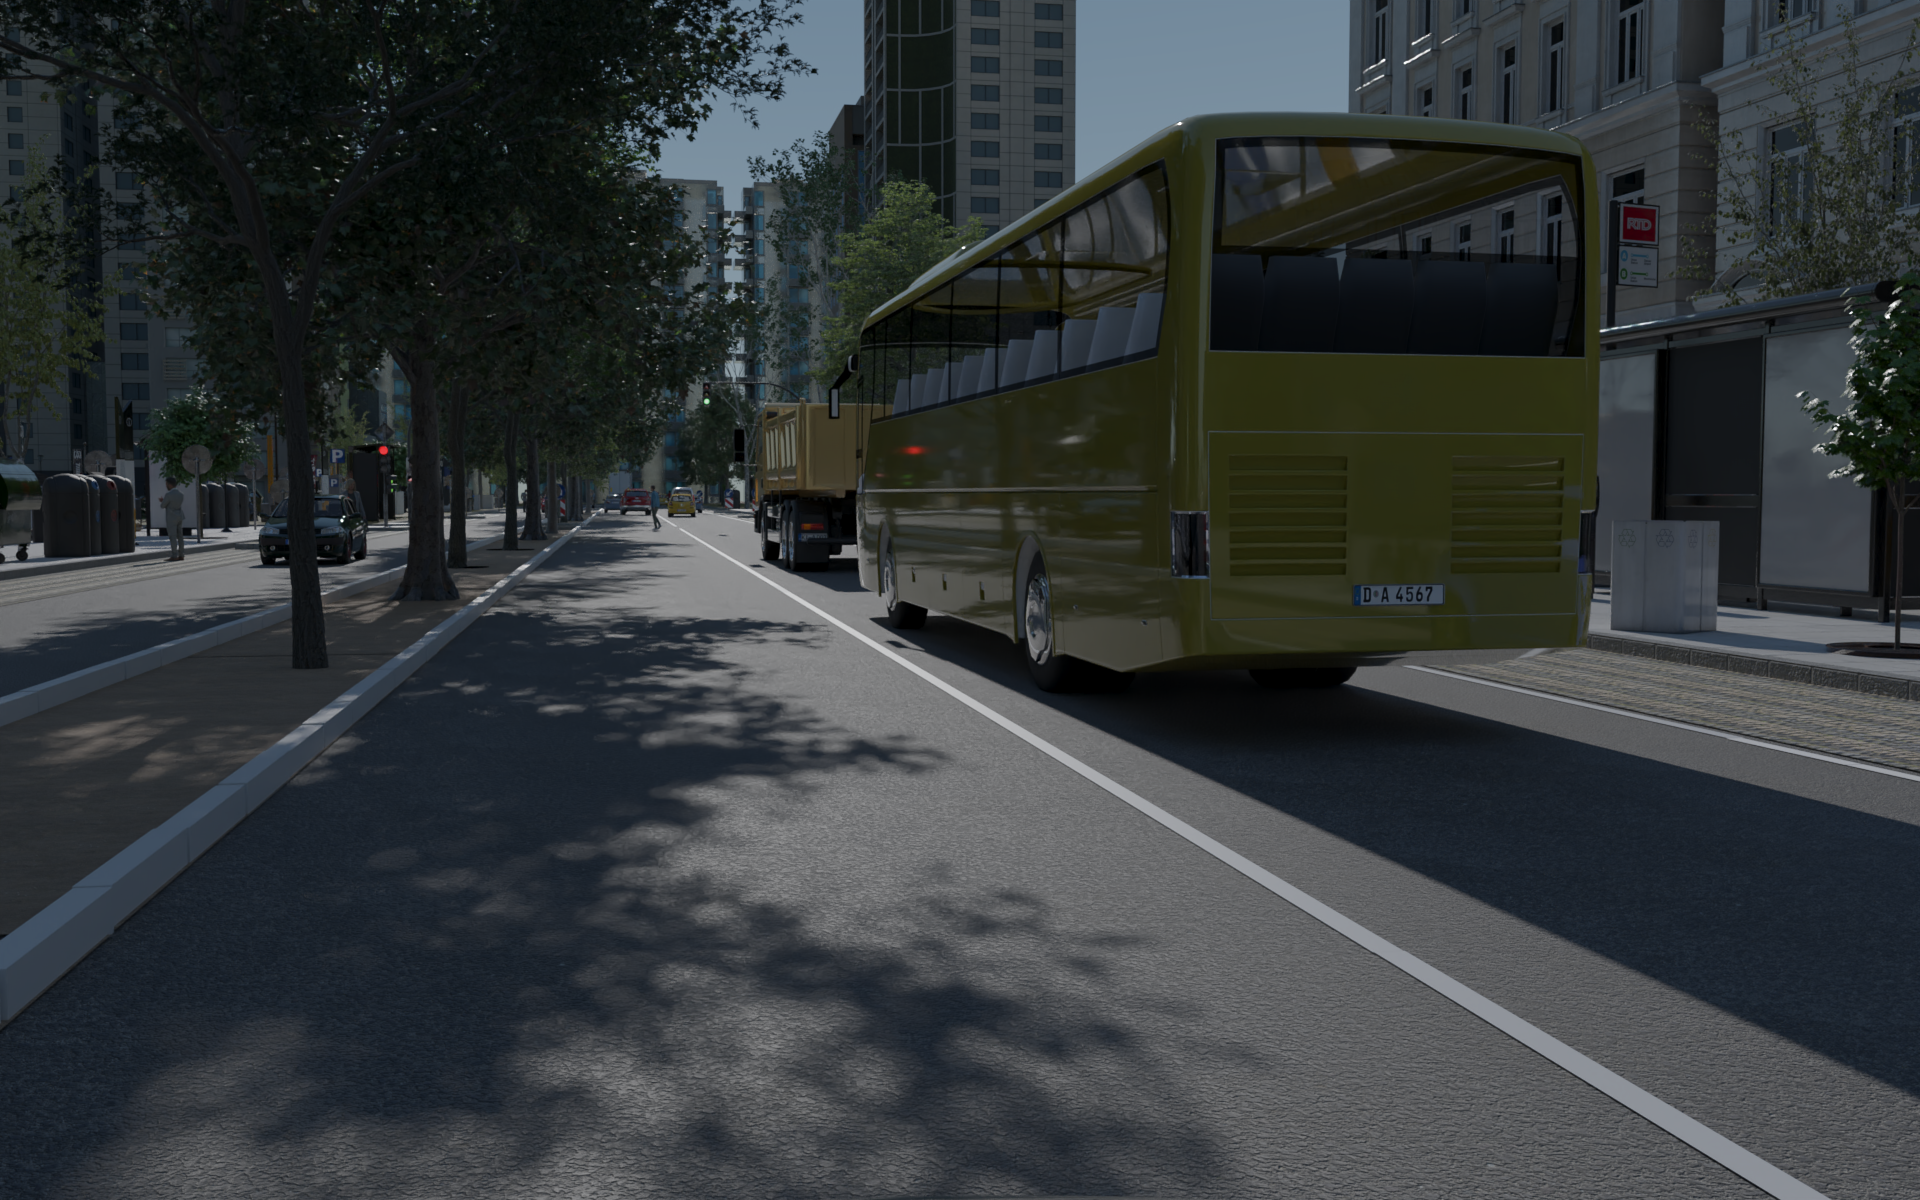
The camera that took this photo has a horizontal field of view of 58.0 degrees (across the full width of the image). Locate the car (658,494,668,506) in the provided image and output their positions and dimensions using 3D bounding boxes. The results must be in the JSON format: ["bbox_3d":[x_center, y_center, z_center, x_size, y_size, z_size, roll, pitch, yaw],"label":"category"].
[{"bbox_3d":[-34.442,-11.598,199.843,2.015,1.641,3.980,-1,4,-12],"label":"car"}]

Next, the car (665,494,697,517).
[{"bbox_3d":[-17.402,-5.989,108.141,2.015,1.641,3.980,-1,4,-9],"label":"car"}]

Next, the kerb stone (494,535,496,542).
[{"bbox_3d":[-13.829,-1.762,51.003,0.120,0.150,1.000,-1,4,-11],"label":"kerb stone"}]

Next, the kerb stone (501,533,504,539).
[{"bbox_3d":[-14.411,-1.946,54.013,0.120,0.150,1.000,-1,4,-11],"label":"kerb stone"}]

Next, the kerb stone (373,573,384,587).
[{"bbox_3d":[-9.107,-0.286,26.866,0.120,0.150,1.000,-1,4,-11],"label":"kerb stone"}]

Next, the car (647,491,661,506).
[{"bbox_3d":[-38.594,-12.781,217.636,2.281,1.827,5.304,-1,4,-10],"label":"car"}]

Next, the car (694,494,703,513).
[{"bbox_3d":[-20.589,-7.348,132.149,2.014,1.417,4.499,-1,4,-11],"label":"car"}]

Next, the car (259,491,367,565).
[{"bbox_3d":[-13.622,-1.638,36.567,2.009,1.686,4.222,-1,4,-12],"label":"car"}]

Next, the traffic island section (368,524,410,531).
[{"bbox_3d":[-22.503,-2.787,67.851,2.009,0.180,2.903,-1,4,-11],"label":"traffic island section"}]

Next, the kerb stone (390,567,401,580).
[{"bbox_3d":[-9.491,-0.408,28.873,0.120,0.150,1.000,-1,4,-11],"label":"kerb stone"}]

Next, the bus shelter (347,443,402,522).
[{"bbox_3d":[-27.649,-5.547,81.969,1.731,3.624,6.357,-1,4,-11],"label":"bus shelter"}]

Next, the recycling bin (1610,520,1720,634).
[{"bbox_3d":[6.624,-0.228,16.287,0.722,1.027,0.722,-3,5,-40],"label":"recycling bin"}]

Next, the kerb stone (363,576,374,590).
[{"bbox_3d":[-8.917,-0.224,25.861,0.120,0.150,1.000,-1,4,-11],"label":"kerb stone"}]

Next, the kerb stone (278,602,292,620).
[{"bbox_3d":[-7.735,0.148,19.822,0.120,0.150,1.000,-1,4,-11],"label":"kerb stone"}]

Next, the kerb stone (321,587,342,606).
[{"bbox_3d":[-8.328,-0.040,22.845,0.120,0.150,1.000,-1,4,-11],"label":"kerb stone"}]

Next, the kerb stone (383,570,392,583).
[{"bbox_3d":[-9.311,-0.342,27.867,0.120,0.150,1.000,-1,4,-11],"label":"kerb stone"}]

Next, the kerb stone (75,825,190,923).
[{"bbox_3d":[-2.936,0.981,6.162,0.120,0.150,1.000,-1,4,-11],"label":"kerb stone"}]

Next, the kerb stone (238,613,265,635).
[{"bbox_3d":[-7.343,0.270,17.815,0.120,0.150,1.000,-1,4,-11],"label":"kerb stone"}]

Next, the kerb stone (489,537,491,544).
[{"bbox_3d":[-13.429,-1.639,48.999,0.120,0.150,1.000,-1,4,-11],"label":"kerb stone"}]

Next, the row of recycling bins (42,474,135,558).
[{"bbox_3d":[-18.394,-1.800,36.538,1.069,1.692,3.534,0,4,-7],"label":"row of recycling bins"}]

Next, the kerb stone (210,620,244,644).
[{"bbox_3d":[-7.150,0.329,16.811,0.120,0.150,1.000,-1,4,-11],"label":"kerb stone"}]

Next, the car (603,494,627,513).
[{"bbox_3d":[-26.729,-7.489,134.448,2.014,1.417,4.499,-1,4,-10],"label":"car"}]

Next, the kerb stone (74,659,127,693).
[{"bbox_3d":[-6.369,0.576,12.780,0.120,0.150,1.000,-1,4,-11],"label":"kerb stone"}]

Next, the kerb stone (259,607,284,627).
[{"bbox_3d":[-7.537,0.207,18.819,0.120,0.150,1.000,-1,4,-11],"label":"kerb stone"}]

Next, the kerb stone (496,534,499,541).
[{"bbox_3d":[-14.020,-1.823,52.007,0.120,0.150,1.000,-1,4,-11],"label":"kerb stone"}]

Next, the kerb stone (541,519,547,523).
[{"bbox_3d":[-20.797,-3.950,86.770,0.120,0.150,1.000,-1,4,-11],"label":"kerb stone"}]

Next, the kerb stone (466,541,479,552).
[{"bbox_3d":[-12.647,-1.389,44.969,0.120,0.150,1.000,-1,4,-11],"label":"kerb stone"}]

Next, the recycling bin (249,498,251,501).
[{"bbox_3d":[-47.723,-6.408,117.332,0.722,1.027,0.722,-2,4,-29],"label":"recycling bin"}]

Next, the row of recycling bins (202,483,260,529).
[{"bbox_3d":[-28.173,-3.591,65.818,1.069,1.692,3.534,1,4,9],"label":"row of recycling bins"}]

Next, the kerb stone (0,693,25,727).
[{"bbox_3d":[-5.966,0.702,10.773,0.120,0.150,1.000,-1,4,-11],"label":"kerb stone"}]

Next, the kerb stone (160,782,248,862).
[{"bbox_3d":[-3.128,0.923,7.166,0.120,0.150,1.000,-1,4,-11],"label":"kerb stone"}]

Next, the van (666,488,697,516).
[{"bbox_3d":[-18.159,-6.494,113.195,2.013,2.044,4.112,-1,4,-10],"label":"van"}]

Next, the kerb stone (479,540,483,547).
[{"bbox_3d":[-12.841,-1.453,45.975,0.120,0.150,1.000,-1,4,-11],"label":"kerb stone"}]

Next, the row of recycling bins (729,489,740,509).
[{"bbox_3d":[-19.695,-8.831,151.504,1.069,1.692,3.534,-1,4,-10],"label":"row of recycling bins"}]

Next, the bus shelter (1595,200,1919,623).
[{"bbox_3d":[9.160,-2.678,21.424,2.179,5.291,8.768,-1,4,-11],"label":"bus shelter"}]

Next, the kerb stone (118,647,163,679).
[{"bbox_3d":[-6.561,0.516,13.788,0.120,0.150,1.000,-1,4,-11],"label":"kerb stone"}]

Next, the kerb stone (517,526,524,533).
[{"bbox_3d":[-16.965,-2.745,67.079,0.120,0.150,1.000,-1,4,-11],"label":"kerb stone"}]

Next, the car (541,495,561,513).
[{"bbox_3d":[-31.355,-7.625,133.714,2.155,1.783,4.494,-1,4,-11],"label":"car"}]

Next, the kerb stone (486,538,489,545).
[{"bbox_3d":[-13.235,-1.577,47.991,0.120,0.150,1.000,-1,4,-11],"label":"kerb stone"}]

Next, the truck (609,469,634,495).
[{"bbox_3d":[-39.457,-13.011,201.647,2.839,4.237,11.283,-1,4,-9],"label":"truck"}]

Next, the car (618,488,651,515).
[{"bbox_3d":[-22.331,-6.759,119.180,2.281,1.827,5.304,-1,4,-13],"label":"car"}]

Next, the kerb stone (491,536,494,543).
[{"bbox_3d":[-13.623,-1.701,50.002,0.120,0.150,1.000,-1,4,-11],"label":"kerb stone"}]

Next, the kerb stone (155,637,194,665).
[{"bbox_3d":[-6.756,0.452,14.799,0.120,0.150,1.000,-1,4,-11],"label":"kerb stone"}]

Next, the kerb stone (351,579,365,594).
[{"bbox_3d":[-8.718,-0.162,24.854,0.120,0.150,1.000,-1,4,-11],"label":"kerb stone"}]

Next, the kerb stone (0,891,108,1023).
[{"bbox_3d":[-2.731,1.042,5.161,0.120,0.150,1.000,-1,4,-11],"label":"kerb stone"}]

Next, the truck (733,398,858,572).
[{"bbox_3d":[-2.650,-2.436,35.749,3.469,3.379,9.791,-1,4,-12],"label":"truck"}]

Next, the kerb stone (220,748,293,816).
[{"bbox_3d":[-3.322,0.857,8.180,0.120,0.150,1.000,-1,4,-11],"label":"kerb stone"}]

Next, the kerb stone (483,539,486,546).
[{"bbox_3d":[-13.030,-1.516,46.988,0.120,0.150,1.000,-1,4,-11],"label":"kerb stone"}]

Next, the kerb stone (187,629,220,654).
[{"bbox_3d":[-6.958,0.398,15.806,0.120,0.150,1.000,-1,4,-11],"label":"kerb stone"}]

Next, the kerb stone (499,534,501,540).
[{"bbox_3d":[-14.210,-1.885,53.011,0.120,0.150,1.000,-1,4,-11],"label":"kerb stone"}]

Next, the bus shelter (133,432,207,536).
[{"bbox_3d":[-24.580,-3.760,55.398,2.014,3.302,5.546,-1,4,-11],"label":"bus shelter"}]

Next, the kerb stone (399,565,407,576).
[{"bbox_3d":[-9.705,-0.467,29.873,0.120,0.150,1.000,-1,4,-11],"label":"kerb stone"}]

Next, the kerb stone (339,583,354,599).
[{"bbox_3d":[-8.518,-0.101,23.852,0.120,0.150,1.000,-1,4,-11],"label":"kerb stone"}]

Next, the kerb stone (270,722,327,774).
[{"bbox_3d":[-3.524,0.805,9.191,0.120,0.150,1.000,-1,4,-11],"label":"kerb stone"}]

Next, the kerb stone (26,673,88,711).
[{"bbox_3d":[-6.165,0.637,11.775,0.120,0.150,1.000,-1,4,-11],"label":"kerb stone"}]

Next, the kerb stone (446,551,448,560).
[{"bbox_3d":[-11.467,-1.015,38.924,0.120,0.150,1.000,-1,4,-11],"label":"kerb stone"}]
